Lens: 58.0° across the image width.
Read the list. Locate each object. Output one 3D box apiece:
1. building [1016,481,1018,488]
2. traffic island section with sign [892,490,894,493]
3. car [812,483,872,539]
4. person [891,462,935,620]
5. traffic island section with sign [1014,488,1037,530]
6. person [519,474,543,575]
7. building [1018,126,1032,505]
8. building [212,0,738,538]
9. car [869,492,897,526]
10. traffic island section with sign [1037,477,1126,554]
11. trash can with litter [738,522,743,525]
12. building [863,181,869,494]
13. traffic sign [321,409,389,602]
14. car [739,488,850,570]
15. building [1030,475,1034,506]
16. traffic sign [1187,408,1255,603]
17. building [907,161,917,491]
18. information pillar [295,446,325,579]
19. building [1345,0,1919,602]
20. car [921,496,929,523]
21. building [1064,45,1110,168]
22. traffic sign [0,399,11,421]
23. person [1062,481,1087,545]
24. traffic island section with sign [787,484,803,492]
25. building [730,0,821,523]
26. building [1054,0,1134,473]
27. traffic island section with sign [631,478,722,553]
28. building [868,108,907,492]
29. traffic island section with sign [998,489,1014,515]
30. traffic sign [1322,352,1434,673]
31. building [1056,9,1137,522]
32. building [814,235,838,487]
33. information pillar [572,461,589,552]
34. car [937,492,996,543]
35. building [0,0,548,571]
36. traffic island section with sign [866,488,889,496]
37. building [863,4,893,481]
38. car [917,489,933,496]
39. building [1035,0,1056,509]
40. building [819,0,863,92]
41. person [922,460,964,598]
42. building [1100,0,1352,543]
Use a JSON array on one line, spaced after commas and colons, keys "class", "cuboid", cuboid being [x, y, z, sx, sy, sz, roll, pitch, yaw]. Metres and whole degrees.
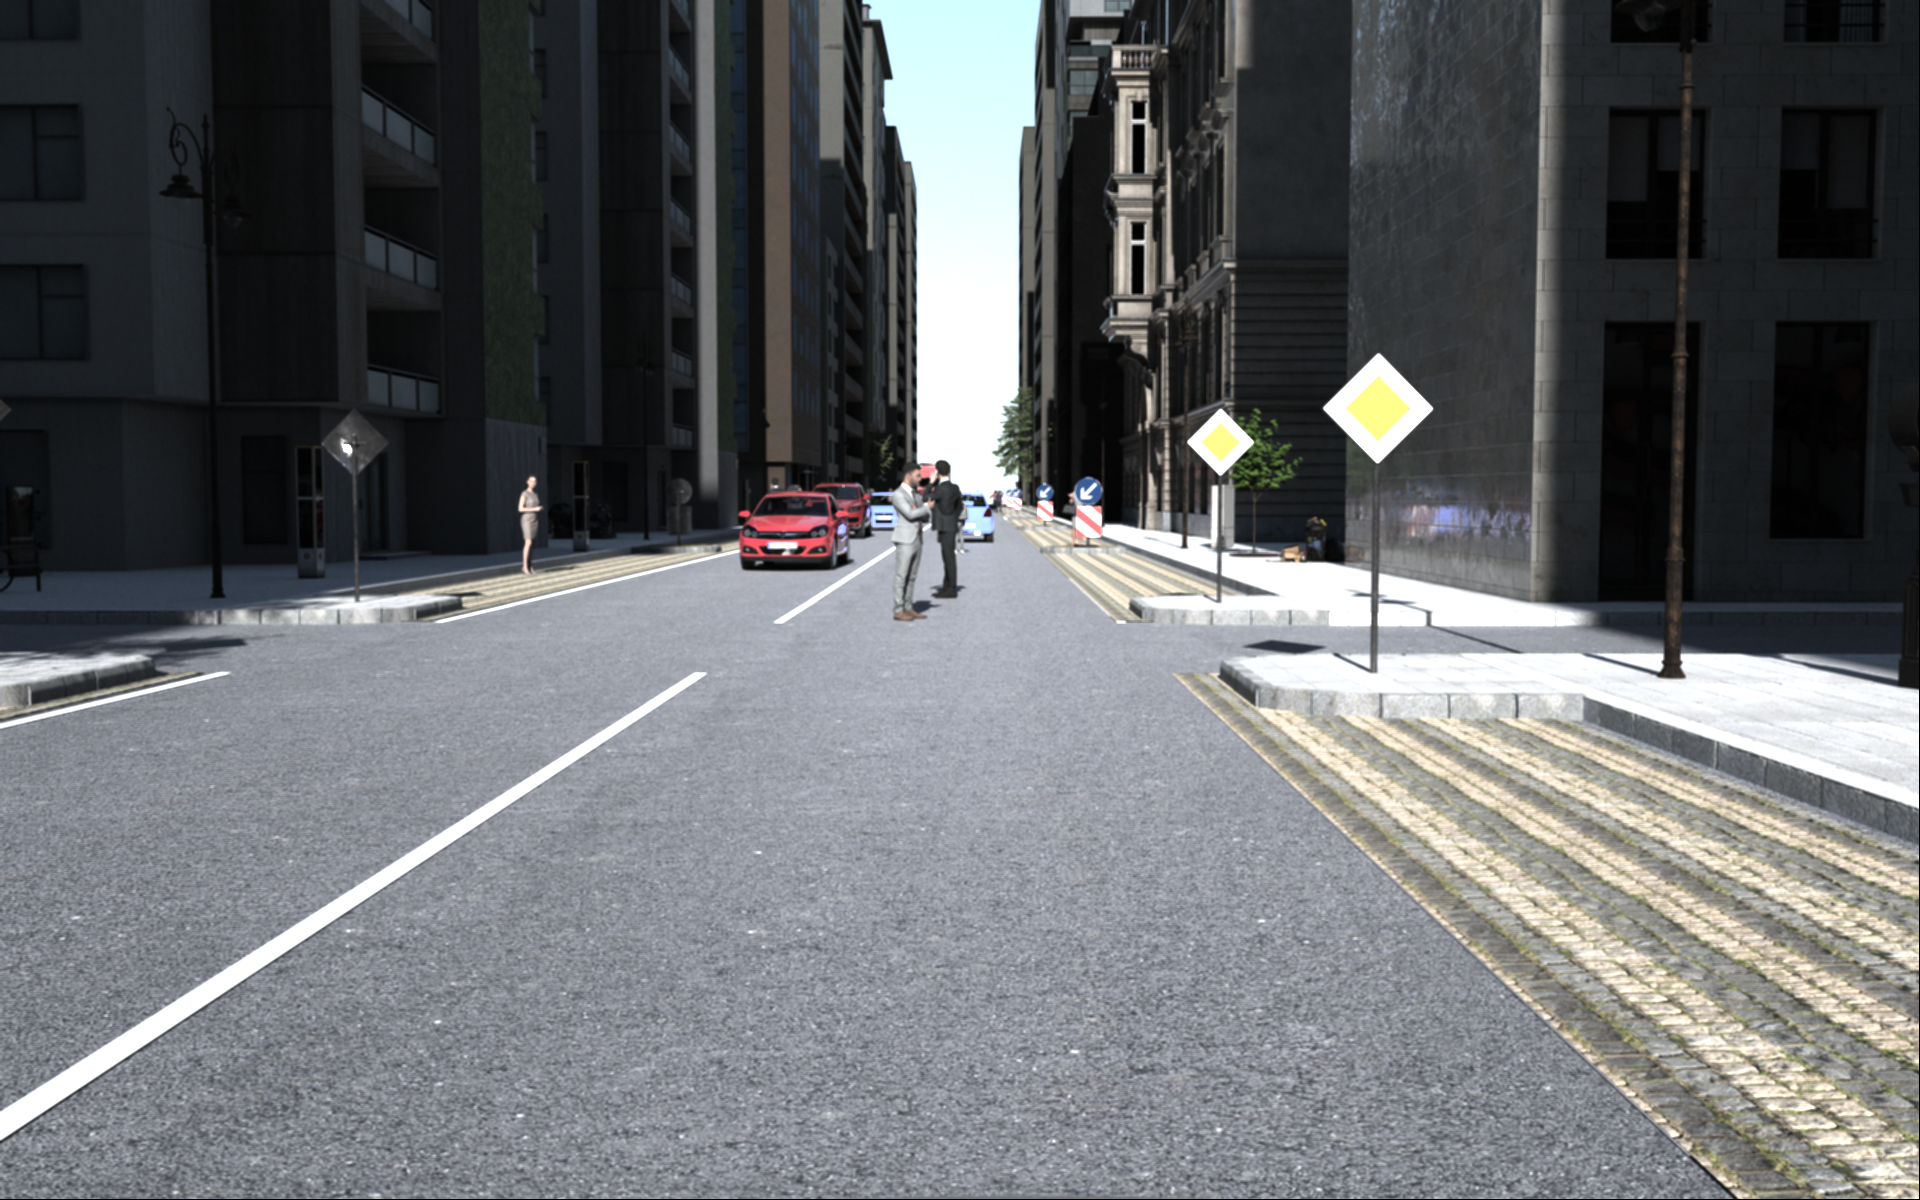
[{"class": "building", "cuboid": [24.004, -33.611, 241.415, 32.217, 40.220, 23.993, 0, 4, 1]}, {"class": "traffic island section with sign", "cuboid": [-5.816, -8.471, 147.133, 1.989, 1.847, 2.006, 0, 4, 1]}, {"class": "car", "cuboid": [-4.036, -2.966, 57.169, 2.281, 1.827, 5.304, 0, 4, 1]}, {"class": "person", "cuboid": [-0.527, -0.677, 19.751, 0.466, 1.800, 0.511, 1, 4, 13]}, {"class": "traffic island section with sign", "cuboid": [3.278, -3.722, 69.486, 1.989, 1.847, 2.006, 0, 4, 1]}, {"class": "person", "cuboid": [-7.591, -1.335, 30.672, 0.374, 1.781, 0.599, 1, 4, 18]}, {"class": "building", "cuboid": [18.260, -36.332, 217.728, 21.300, 48.544, 21.600, 0, 4, 1]}, {"class": "building", "cuboid": [-15.809, -23.025, 60.060, 14.154, 41.232, 14.086, 0, 4, 1]}, {"class": "car", "cuboid": [-2.967, -3.654, 69.337, 1.945, 1.707, 3.694, 0, 3, 0]}, {"class": "traffic island section with sign", "cuboid": [2.971, -2.049, 42.132, 1.989, 1.847, 2.006, 0, 4, 1]}, {"class": "trash can with litter", "cuboid": [-9.410, -3.701, 71.562, 1.678, 1.210, 2.233, -1, 4, -16]}, {"class": "building", "cuboid": [-15.588, -23.346, 153.414, 14.160, 30.474, 14.107, 0, 4, 1]}, {"class": "traffic sign", "cuboid": [-7.144, -1.029, 20.471, 0.795, 2.450, 0.064, 0, 4, 1]}, {"class": "car", "cuboid": [-3.215, -1.535, 34.135, 2.155, 1.783, 4.494, 0, 4, 2]}, {"class": "building", "cuboid": [18.306, -46.343, 195.955, 20.563, 71.187, 20.611, 0, 4, 1]}, {"class": "traffic sign", "cuboid": [3.049, -1.021, 20.342, 0.795, 2.450, 0.064, 0, 4, 1]}, {"class": "building", "cuboid": [-16.940, -37.664, 239.506, 21.300, 48.544, 21.600, 0, 4, 1]}, {"class": "information pillar", "cuboid": [-9.895, -1.339, 26.377, 0.304, 2.012, 0.304, 0, 4, 6]}, {"class": "building", "cuboid": [15.219, -10.412, 24.986, 16.860, 20.320, 10.420, 0, 4, 1]}, {"class": "car", "cuboid": [-2.537, -4.583, 87.286, 2.083, 1.381, 4.827, 0, 4, 1]}, {"class": "building", "cuboid": [13.834, -21.018, 115.351, 14.160, 30.474, 14.107, 0, 4, 1]}, {"class": "traffic sign", "cuboid": [-7.229, -0.541, 12.487, 0.795, 2.450, 0.064, 0, 4, 1]}, {"class": "person", "cuboid": [3.057, -2.255, 45.719, 0.716, 1.782, 0.532, 0, 4, 5]}, {"class": "traffic island section with sign", "cuboid": [-6.654, -3.757, 70.050, 1.989, 1.847, 2.006, 0, 4, 1]}, {"class": "building", "cuboid": [-14.209, -26.417, 82.021, 14.600, 45.320, 14.200, 0, 4, 1]}, {"class": "building", "cuboid": [21.380, -33.402, 135.354, 28.713, 52.752, 27.495, 0, 4, 1]}, {"class": "traffic island section with sign", "cuboid": [-6.938, -2.080, 42.639, 1.989, 1.847, 2.006, 0, 4, 1]}, {"class": "building", "cuboid": [-18.087, -36.334, 217.768, 21.300, 48.544, 21.600, 0, 4, 1]}, {"class": "traffic island section with sign", "cuboid": [3.814, -6.797, 119.759, 1.989, 1.847, 2.006, 0, 4, 1]}, {"class": "traffic sign", "cuboid": [2.964, -0.533, 12.358, 0.795, 2.450, 0.064, 0, 4, 1]}, {"class": "building", "cuboid": [11.415, -15.774, 87.575, 12.332, 23.373, 15.834, 0, 4, 1]}, {"class": "building", "cuboid": [-22.763, -16.225, 110.322, 27.650, 21.520, 28.899, 0, 4, 1]}, {"class": "information pillar", "cuboid": [-8.452, -2.086, 38.605, 0.304, 2.012, 0.304, 0, 4, 1]}, {"class": "car", "cuboid": [0.141, -2.626, 52.523, 1.945, 1.707, 3.694, 0, 4, -1]}, {"class": "building", "cuboid": [-16.972, -21.404, 33.543, 14.154, 41.232, 14.086, 0, 4, 1]}, {"class": "traffic island section with sign", "cuboid": [-6.117, -6.778, 119.444, 1.989, 1.847, 2.006, 0, 4, 1]}, {"class": "building", "cuboid": [-22.300, -36.907, 192.666, 28.713, 52.752, 27.495, 0, 4, 1]}, {"class": "car", "cuboid": [-2.931, -8.302, 144.403, 2.281, 1.827, 5.304, 0, 4, 1]}, {"class": "building", "cuboid": [17.845, -32.803, 160.023, 21.300, 48.544, 21.600, 0, 4, 1]}, {"class": "building", "cuboid": [-18.862, -31.251, 134.660, 21.300, 48.544, 21.600, 0, 4, 1]}, {"class": "person", "cuboid": [-0.249, -0.981, 23.906, 0.474, 1.900, 0.648, 1, 4, 16]}, {"class": "building", "cuboid": [12.394, -14.848, 61.849, 14.460, 24.649, 34.723, 0, 4, 1]}]
